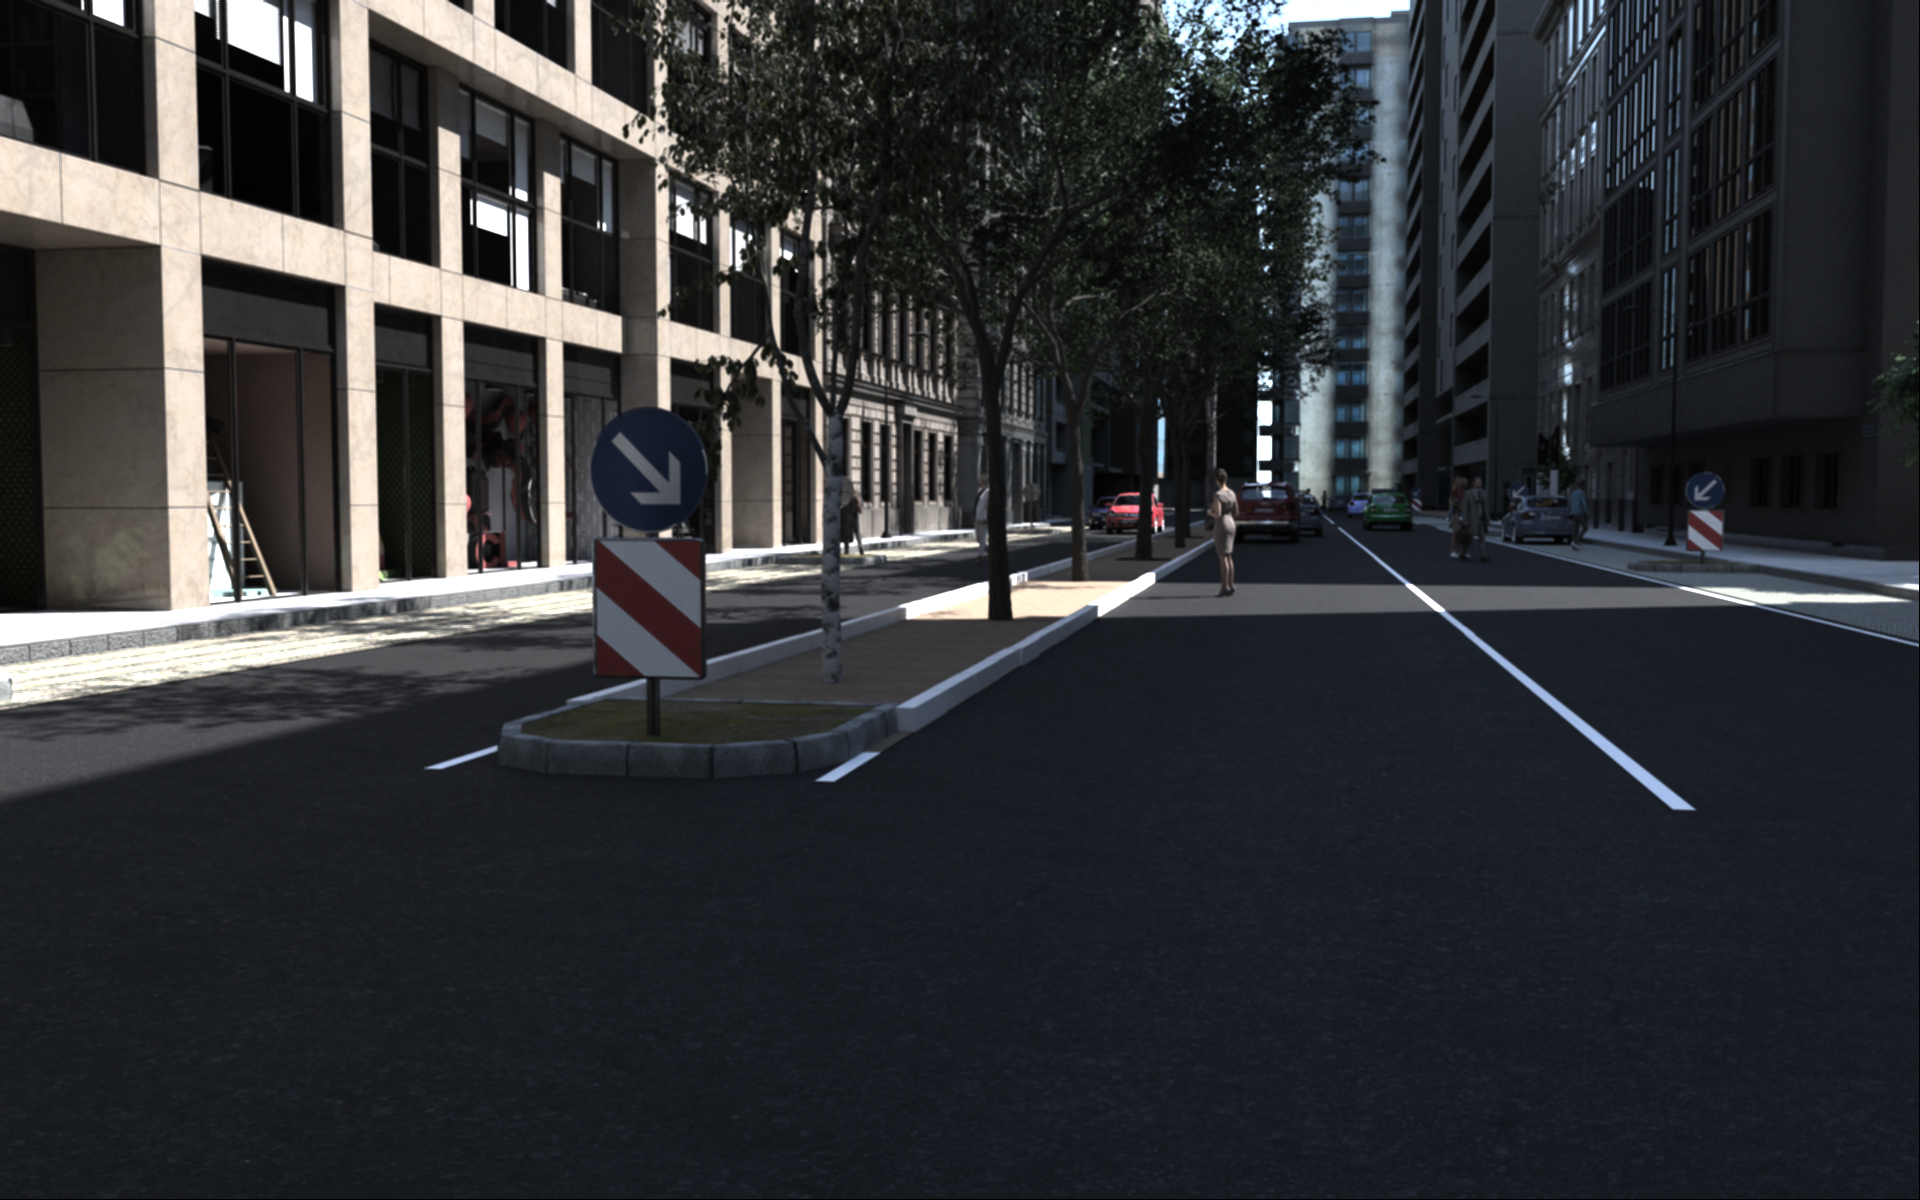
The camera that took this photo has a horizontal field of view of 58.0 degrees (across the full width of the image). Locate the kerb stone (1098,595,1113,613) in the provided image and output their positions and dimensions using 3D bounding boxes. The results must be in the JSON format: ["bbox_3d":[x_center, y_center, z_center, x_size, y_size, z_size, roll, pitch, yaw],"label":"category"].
[{"bbox_3d":[1.714,0.075,20.965,0.120,0.150,1.000,1,4,11],"label":"kerb stone"}]

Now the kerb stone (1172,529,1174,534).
[{"bbox_3d":[7.302,-2.348,60.588,0.120,0.150,1.000,1,4,11],"label":"kerb stone"}]

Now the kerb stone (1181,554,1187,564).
[{"bbox_3d":[4.455,-0.785,35.031,0.120,0.150,1.000,1,4,11],"label":"kerb stone"}]

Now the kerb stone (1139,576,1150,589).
[{"bbox_3d":[2.706,-0.228,25.994,0.120,0.150,1.000,1,4,11],"label":"kerb stone"}]

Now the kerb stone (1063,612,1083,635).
[{"bbox_3d":[1.131,0.263,17.937,0.120,0.150,1.000,1,4,11],"label":"kerb stone"}]

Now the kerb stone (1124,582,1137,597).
[{"bbox_3d":[2.307,-0.109,23.985,0.120,0.150,1.000,1,4,11],"label":"kerb stone"}]

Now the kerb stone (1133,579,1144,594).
[{"bbox_3d":[2.509,-0.169,24.991,0.120,0.150,1.000,1,4,11],"label":"kerb stone"}]

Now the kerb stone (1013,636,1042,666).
[{"bbox_3d":[0.556,0.446,14.910,0.120,0.150,1.000,1,4,11],"label":"kerb stone"}]

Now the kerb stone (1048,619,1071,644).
[{"bbox_3d":[0.939,0.322,16.930,0.120,0.150,1.000,1,4,11],"label":"kerb stone"}]

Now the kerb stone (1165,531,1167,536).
[{"bbox_3d":[6.712,-2.163,57.562,0.120,0.150,1.000,1,4,11],"label":"kerb stone"}]

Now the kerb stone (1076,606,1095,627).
[{"bbox_3d":[1.328,0.199,18.940,0.120,0.150,1.000,1,4,11],"label":"kerb stone"}]

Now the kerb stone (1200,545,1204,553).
[{"bbox_3d":[5.641,-1.154,41.070,0.120,0.150,1.000,1,4,11],"label":"kerb stone"}]

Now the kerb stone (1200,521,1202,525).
[{"bbox_3d":[10.643,-3.393,77.711,0.120,0.150,1.000,1,4,11],"label":"kerb stone"}]

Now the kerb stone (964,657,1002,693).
[{"bbox_3d":[0.151,0.569,12.892,0.120,0.150,1.000,1,4,11],"label":"kerb stone"}]

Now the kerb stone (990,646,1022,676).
[{"bbox_3d":[0.339,0.507,13.901,0.120,0.150,1.000,1,4,11],"label":"kerb stone"}]

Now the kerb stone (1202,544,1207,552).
[{"bbox_3d":[5.845,-1.216,42.079,0.120,0.150,1.000,1,4,11],"label":"kerb stone"}]

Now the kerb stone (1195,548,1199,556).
[{"bbox_3d":[5.248,-1.028,39.059,0.120,0.150,1.000,1,4,11],"label":"kerb stone"}]

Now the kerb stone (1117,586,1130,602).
[{"bbox_3d":[2.111,-0.048,22.981,0.120,0.150,1.000,1,4,11],"label":"kerb stone"}]

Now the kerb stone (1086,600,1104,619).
[{"bbox_3d":[1.519,0.137,19.958,0.120,0.150,1.000,1,4,11],"label":"kerb stone"}]

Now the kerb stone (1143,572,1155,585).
[{"bbox_3d":[2.892,-0.294,26.999,0.120,0.150,1.000,1,4,11],"label":"kerb stone"}]

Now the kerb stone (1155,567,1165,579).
[{"bbox_3d":[3.286,-0.416,29.006,0.120,0.150,1.000,1,4,11],"label":"kerb stone"}]

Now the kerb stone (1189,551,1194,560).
[{"bbox_3d":[4.860,-0.905,37.045,0.120,0.150,1.000,1,4,11],"label":"kerb stone"}]

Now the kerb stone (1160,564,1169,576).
[{"bbox_3d":[3.485,-0.478,30.009,0.120,0.150,1.000,1,4,11],"label":"kerb stone"}]

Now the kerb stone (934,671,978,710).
[{"bbox_3d":[-0.047,0.630,11.887,0.120,0.150,1.000,1,4,11],"label":"kerb stone"}]

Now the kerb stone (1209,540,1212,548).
[{"bbox_3d":[6.417,-1.401,45.103,0.120,0.150,1.000,1,4,11],"label":"kerb stone"}]

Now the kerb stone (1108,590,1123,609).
[{"bbox_3d":[1.920,0.014,21.966,0.120,0.150,1.000,1,4,11],"label":"kerb stone"}]

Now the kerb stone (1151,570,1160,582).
[{"bbox_3d":[3.088,-0.355,28.003,0.120,0.150,1.000,1,4,11],"label":"kerb stone"}]

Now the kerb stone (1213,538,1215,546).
[{"bbox_3d":[6.824,-1.521,47.122,0.120,0.150,1.000,1,4,11],"label":"kerb stone"}]

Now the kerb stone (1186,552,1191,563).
[{"bbox_3d":[4.659,-0.846,36.033,0.120,0.150,1.000,1,4,11],"label":"kerb stone"}]

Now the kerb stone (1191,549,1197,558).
[{"bbox_3d":[5.055,-0.967,38.049,0.120,0.150,1.000,1,4,11],"label":"kerb stone"}]

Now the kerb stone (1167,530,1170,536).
[{"bbox_3d":[6.906,-2.222,58.566,0.120,0.150,1.000,1,4,11],"label":"kerb stone"}]

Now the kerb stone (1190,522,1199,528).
[{"bbox_3d":[10.249,-3.272,75.700,0.120,0.150,1.000,1,4,11],"label":"kerb stone"}]

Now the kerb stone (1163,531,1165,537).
[{"bbox_3d":[6.515,-2.101,56.553,0.120,0.150,1.000,1,4,11],"label":"kerb stone"}]

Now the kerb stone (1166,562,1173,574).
[{"bbox_3d":[3.677,-0.539,31.013,0.120,0.150,1.000,1,4,11],"label":"kerb stone"}]

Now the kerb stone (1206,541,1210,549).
[{"bbox_3d":[6.224,-1.340,44.099,0.120,0.150,1.000,1,4,11],"label":"kerb stone"}]

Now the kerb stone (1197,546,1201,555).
[{"bbox_3d":[5.438,-1.093,40.068,0.120,0.150,1.000,1,4,11],"label":"kerb stone"}]

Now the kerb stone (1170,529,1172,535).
[{"bbox_3d":[7.096,-2.286,59.578,0.120,0.150,1.000,1,4,11],"label":"kerb stone"}]

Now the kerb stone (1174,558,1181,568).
[{"bbox_3d":[4.075,-0.662,33.022,0.120,0.150,1.000,1,4,11],"label":"kerb stone"}]

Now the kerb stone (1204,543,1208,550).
[{"bbox_3d":[6.032,-1.278,43.084,0.120,0.150,1.000,1,4,11],"label":"kerb stone"}]

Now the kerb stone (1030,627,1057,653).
[{"bbox_3d":[0.738,0.384,15.919,0.120,0.150,1.000,1,4,11],"label":"kerb stone"}]

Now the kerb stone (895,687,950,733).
[{"bbox_3d":[-0.239,0.692,10.883,0.120,0.150,1.000,1,4,11],"label":"kerb stone"}]

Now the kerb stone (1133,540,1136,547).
[{"bbox_3d":[4.555,-1.478,46.497,0.120,0.150,1.000,1,4,11],"label":"kerb stone"}]

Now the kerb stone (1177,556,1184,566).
[{"bbox_3d":[4.267,-0.724,34.026,0.120,0.150,1.000,1,4,11],"label":"kerb stone"}]

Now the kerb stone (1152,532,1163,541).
[{"bbox_3d":[6.315,-2.038,55.536,0.120,0.150,1.000,1,4,11],"label":"kerb stone"}]

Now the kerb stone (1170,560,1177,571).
[{"bbox_3d":[3.874,-0.601,32.019,0.120,0.150,1.000,1,4,11],"label":"kerb stone"}]

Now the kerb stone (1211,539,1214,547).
[{"bbox_3d":[6.616,-1.462,46.121,0.120,0.150,1.000,1,4,11],"label":"kerb stone"}]
